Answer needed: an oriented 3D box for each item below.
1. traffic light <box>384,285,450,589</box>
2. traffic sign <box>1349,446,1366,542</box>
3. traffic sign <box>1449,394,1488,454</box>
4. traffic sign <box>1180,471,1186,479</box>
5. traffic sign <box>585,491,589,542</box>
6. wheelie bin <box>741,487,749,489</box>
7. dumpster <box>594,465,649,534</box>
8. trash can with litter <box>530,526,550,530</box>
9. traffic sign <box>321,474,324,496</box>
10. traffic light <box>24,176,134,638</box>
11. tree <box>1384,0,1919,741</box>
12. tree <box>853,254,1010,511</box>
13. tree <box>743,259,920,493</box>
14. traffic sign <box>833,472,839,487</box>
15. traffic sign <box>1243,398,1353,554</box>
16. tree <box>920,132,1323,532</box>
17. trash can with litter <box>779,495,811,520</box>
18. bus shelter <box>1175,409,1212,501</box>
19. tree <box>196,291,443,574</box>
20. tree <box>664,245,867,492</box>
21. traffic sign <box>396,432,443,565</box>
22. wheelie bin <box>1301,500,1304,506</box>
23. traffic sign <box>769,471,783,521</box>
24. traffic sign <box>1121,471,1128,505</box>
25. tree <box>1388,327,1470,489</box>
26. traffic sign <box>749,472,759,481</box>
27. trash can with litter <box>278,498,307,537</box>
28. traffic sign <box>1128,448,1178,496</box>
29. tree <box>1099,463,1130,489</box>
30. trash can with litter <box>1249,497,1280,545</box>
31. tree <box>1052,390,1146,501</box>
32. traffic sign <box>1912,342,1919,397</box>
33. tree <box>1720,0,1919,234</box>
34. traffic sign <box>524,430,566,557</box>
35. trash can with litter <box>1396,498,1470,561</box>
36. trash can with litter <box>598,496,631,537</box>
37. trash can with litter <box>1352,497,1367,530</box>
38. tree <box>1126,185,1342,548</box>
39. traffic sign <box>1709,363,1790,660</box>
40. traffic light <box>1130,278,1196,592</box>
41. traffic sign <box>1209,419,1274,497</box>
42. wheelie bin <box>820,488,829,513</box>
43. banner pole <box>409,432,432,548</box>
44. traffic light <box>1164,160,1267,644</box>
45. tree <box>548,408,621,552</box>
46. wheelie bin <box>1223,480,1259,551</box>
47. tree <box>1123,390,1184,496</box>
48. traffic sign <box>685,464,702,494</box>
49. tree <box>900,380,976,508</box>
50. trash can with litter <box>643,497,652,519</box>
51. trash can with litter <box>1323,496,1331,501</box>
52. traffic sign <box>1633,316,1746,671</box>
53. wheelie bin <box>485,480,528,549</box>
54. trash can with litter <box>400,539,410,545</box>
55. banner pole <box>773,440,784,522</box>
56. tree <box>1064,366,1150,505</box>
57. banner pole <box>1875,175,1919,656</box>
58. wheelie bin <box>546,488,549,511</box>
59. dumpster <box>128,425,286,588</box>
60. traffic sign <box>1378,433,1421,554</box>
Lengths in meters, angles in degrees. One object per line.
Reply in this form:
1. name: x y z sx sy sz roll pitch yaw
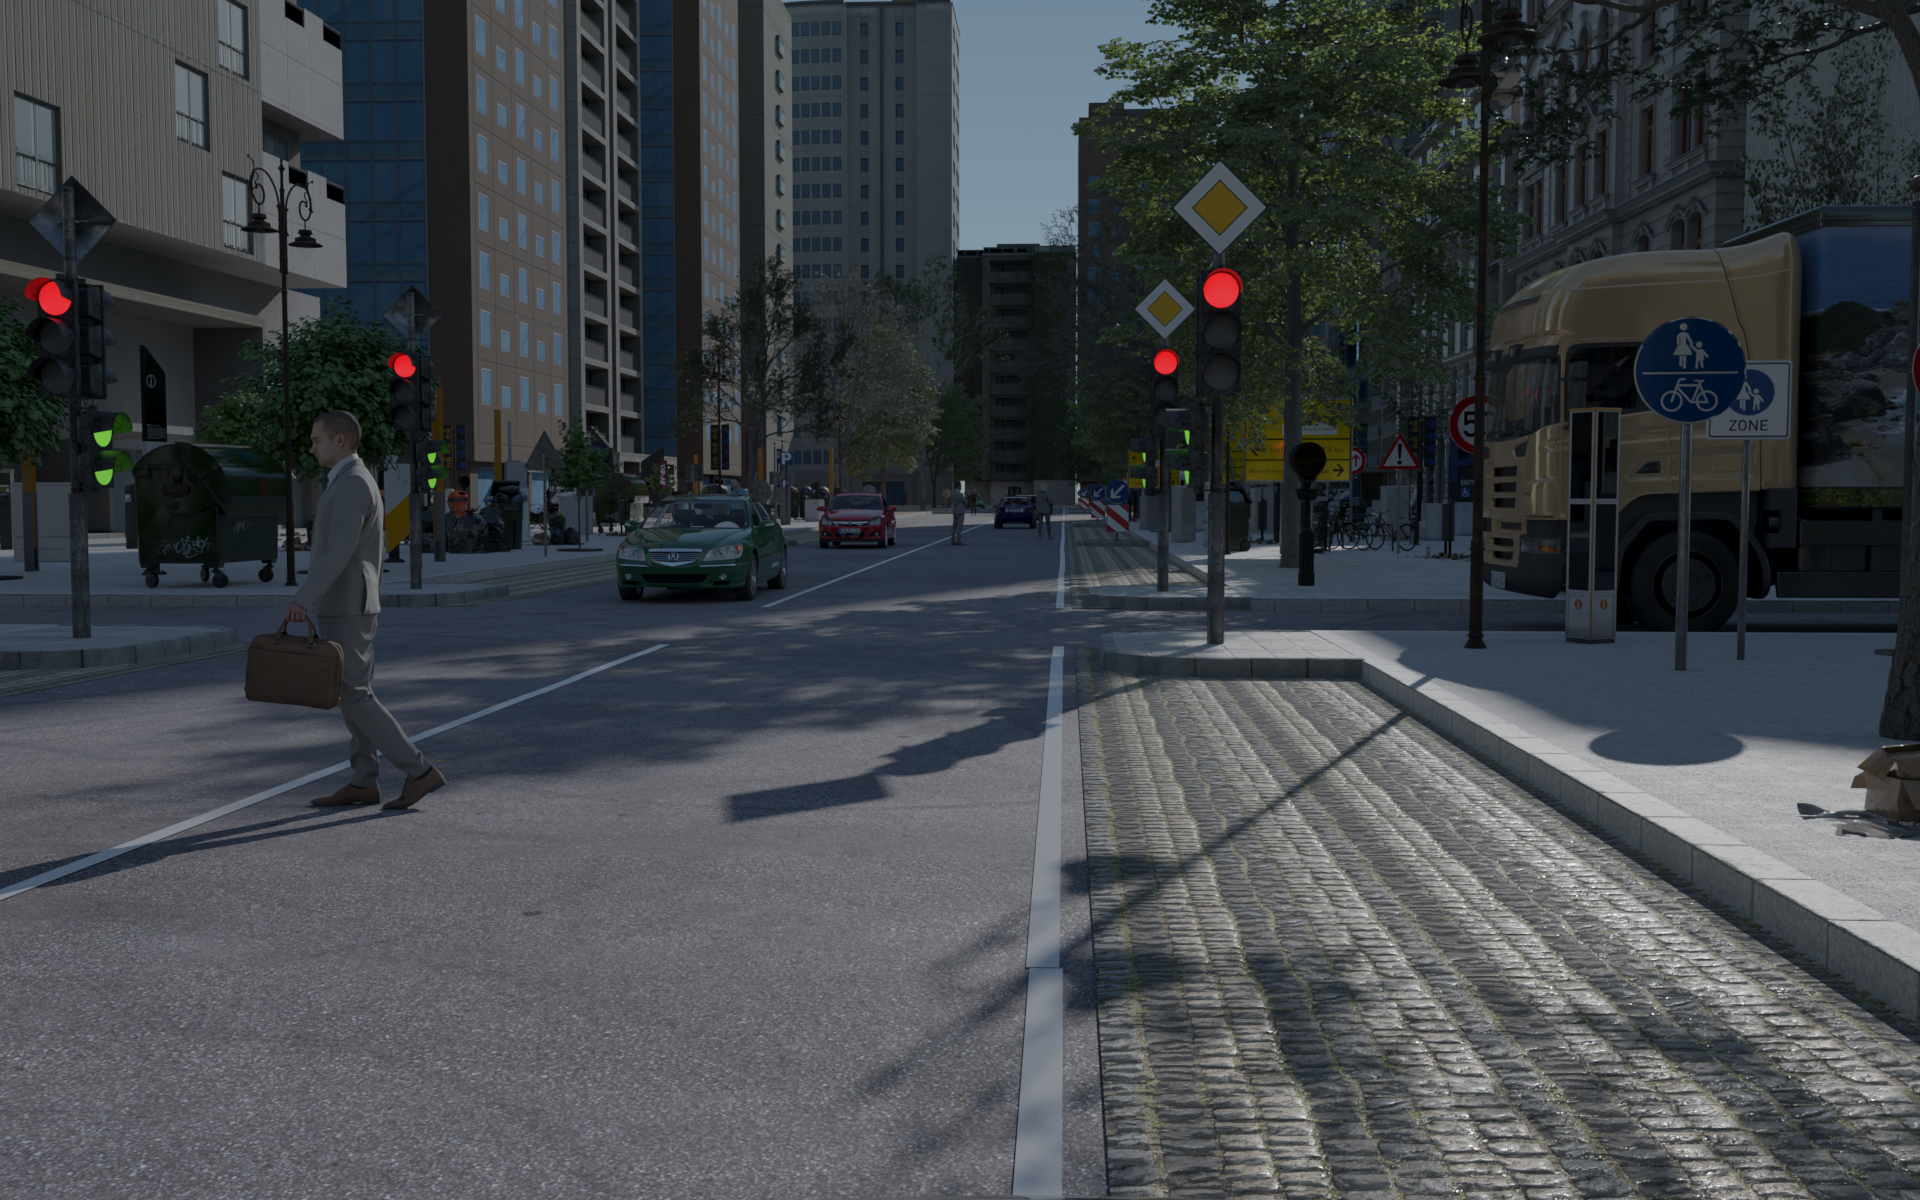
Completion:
1. traffic light: -7.338 -2.103 23.307 0.839 4.253 0.868 0 4 3
2. traffic sign: 10.461 -2.828 46.336 0.768 2.556 0.104 0 4 6
3. traffic sign: 6.614 -1.347 22.123 0.768 2.556 0.104 0 4 6
4. traffic sign: 6.669 -2.949 50.342 0.606 2.300 0.079 1 4 8
5. traffic sign: -10.034 -2.840 46.539 0.768 2.556 0.104 1 4 12
6. wheelie bin: -10.259 -4.584 82.863 0.980 1.594 0.693 -3 5 -40
7. dumpster: -11.200 -3.335 57.026 1.502 2.255 1.985 0 4 3
8. trash can with litter: -14.270 -3.083 61.464 2.233 1.210 1.678 2 4 28
9. traffic sign: -12.109 -2.013 32.908 0.884 2.594 0.081 1 4 11
10. traffic light: -7.820 -1.616 15.336 0.839 4.253 0.868 0 4 3
11. tree: 4.929 -4.528 8.451 8.767 10.594 7.601 0 4 8
12. tree: -1.647 -17.058 134.780 12.611 20.169 13.585 0 3 0
13. tree: -6.227 -11.055 91.112 12.009 13.543 11.850 0 3 0
14. traffic sign: -6.959 -6.016 98.467 0.768 2.556 0.104 0 4 5
15. traffic sign: 7.164 -2.625 36.796 2.265 3.308 0.079 1 4 11
16. tree: 7.063 -9.045 58.263 12.009 13.543 11.850 0 3 0
17. trash can with litter: -7.944 -4.600 86.259 2.233 1.210 1.678 -1 4 -18
18. bus shelter: 9.824 -5.669 70.316 2.179 5.291 8.768 0 4 4
19. tree: -10.143 -2.715 28.111 4.285 4.588 4.351 0 3 0
20. tree: -7.667 -7.984 64.958 7.601 10.594 8.767 2 4 25
21. traffic sign: -9.523 -1.864 30.484 0.884 2.594 0.081 1 4 10
22. wheelie bin: 16.068 -4.436 80.439 0.693 1.594 0.980 1 4 17
23. traffic sign: -8.272 -4.630 77.834 0.606 2.300 0.079 0 4 6
24. traffic sign: 9.090 -5.775 94.424 0.884 2.594 0.081 0 4 6
25. tree: 19.945 -7.666 75.695 4.360 8.622 3.978 0 3 0
26. traffic sign: -9.431 -4.747 79.743 0.606 2.300 0.079 0 4 7
27. trash can with litter: -20.144 -2.549 52.739 2.233 1.210 1.678 -1 4 -15
28. traffic sign: 8.625 -5.103 77.305 2.265 3.308 0.079 1 4 11
29. tree: 13.716 -10.167 149.949 4.285 4.588 4.351 0 3 0
30. trash can with litter: 7.739 -2.076 44.999 1.678 1.210 2.233 1 4 11
31. tree: 13.370 -15.261 166.531 9.611 12.733 9.660 0 3 0
32. traffic sign: 7.093 -0.742 12.233 0.768 2.556 0.104 1 4 10
33. tree: 12.809 -4.554 24.826 4.360 8.622 3.978 0 3 0
34. traffic sign: -8.490 -2.167 35.427 0.884 2.594 0.081 1 4 8
35. trash can with litter: 9.610 -1.418 34.248 1.678 1.210 2.233 0 4 6
36. trash can with litter: -10.300 -2.567 53.026 1.678 1.210 2.233 -2 4 -26
37. trash can with litter: 14.252 -3.059 61.403 0.624 1.170 1.055 -1 4 -9
38. tree: 6.156 -5.560 41.276 4.737 8.622 4.395 0 3 0
39. traffic sign: 6.037 -0.685 13.324 0.606 2.300 0.079 1 4 9
40. traffic light: 2.656 -2.067 22.721 0.839 4.253 0.868 0 4 3
41. traffic sign: 7.899 -3.256 47.110 2.265 3.308 0.079 0 4 4
42. wheelie bin: -7.242 -5.026 90.090 0.693 1.594 0.980 2 4 25
43. banner pole: -12.607 -3.105 40.780 0.863 3.779 0.401 1 4 20
44. traffic light: 2.174 -1.580 14.750 0.839 4.253 0.868 0 4 3
45. tree: -8.516 -2.703 38.790 1.663 3.219 1.824 0 3 0
46. wheelie bin: 6.168 -1.899 38.956 0.693 1.594 0.980 -1 4 -11
47. tree: 10.847 -9.203 100.833 4.360 8.622 3.978 0 3 0
48. traffic sign: -9.002 -3.453 58.579 0.606 2.300 0.079 1 4 13
49. tree: -2.414 -14.221 158.262 9.928 11.665 9.643 0 3 0
50. trash can with litter: -16.489 -4.783 89.585 0.624 1.170 1.055 3 5 44
51. trash can with litter: 17.355 -4.329 82.171 0.624 1.170 1.055 2 4 31
52. traffic sign: 5.243 -0.760 12.525 0.768 2.556 0.104 1 4 9
53. wheelie bin: -10.494 -1.976 40.220 0.980 1.594 0.693 -2 4 -34
54. trash can with litter: -14.528 -1.973 43.309 2.233 1.210 1.678 0 4 1
55. banner pole: -8.842 -5.741 83.876 0.401 3.779 0.863 2 4 27
56. tree: 11.591 -12.540 130.778 9.928 11.665 9.643 0 3 0
57. banner pole: 7.703 -1.440 13.567 0.863 3.779 0.401 3 5 43
58. wheelie bin: -19.279 -4.537 82.083 0.693 1.594 0.980 2 4 26
59. dumpster: -10.529 -1.335 24.323 1.502 2.255 1.985 0 4 3
60. traffic sign: 9.389 -2.265 37.035 0.884 2.594 0.081 0 4 8
